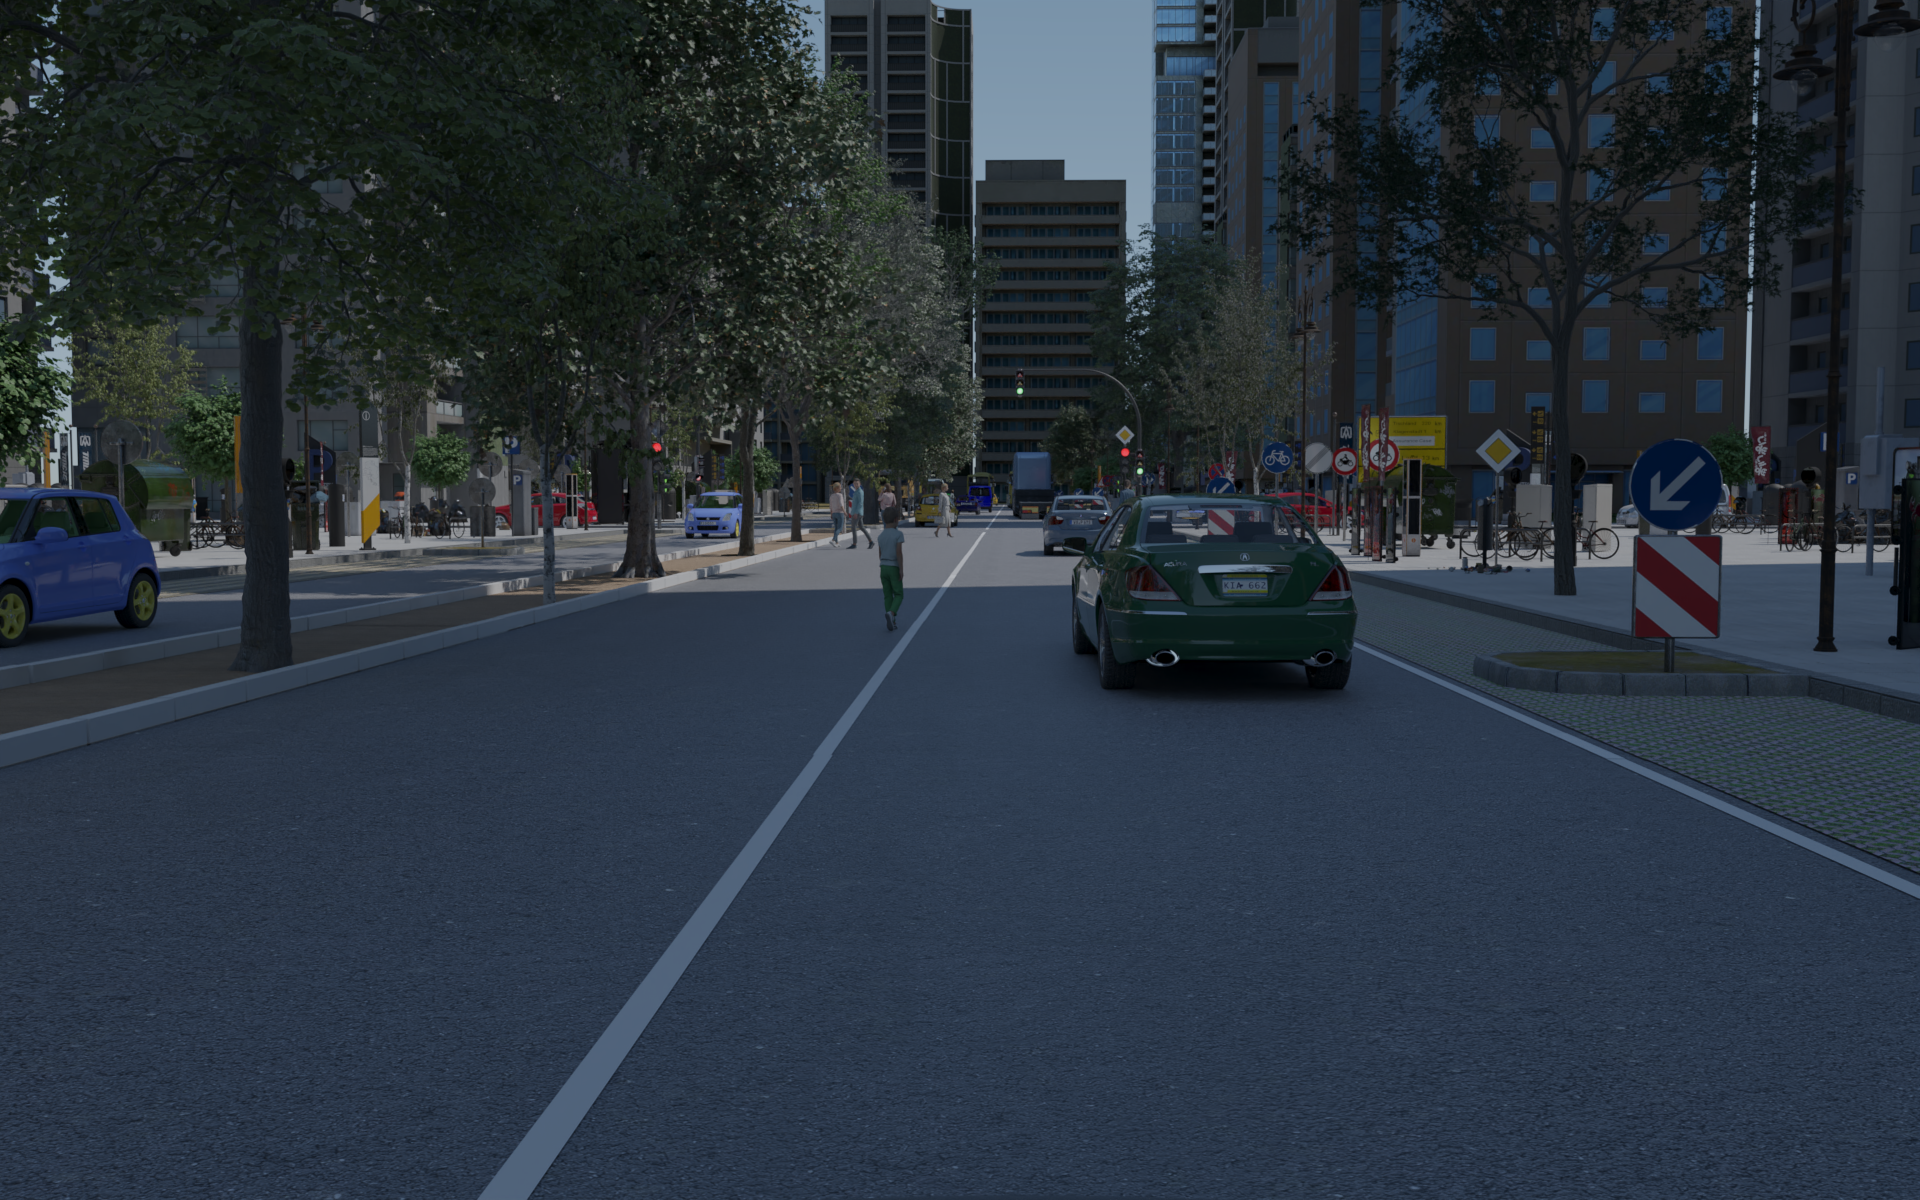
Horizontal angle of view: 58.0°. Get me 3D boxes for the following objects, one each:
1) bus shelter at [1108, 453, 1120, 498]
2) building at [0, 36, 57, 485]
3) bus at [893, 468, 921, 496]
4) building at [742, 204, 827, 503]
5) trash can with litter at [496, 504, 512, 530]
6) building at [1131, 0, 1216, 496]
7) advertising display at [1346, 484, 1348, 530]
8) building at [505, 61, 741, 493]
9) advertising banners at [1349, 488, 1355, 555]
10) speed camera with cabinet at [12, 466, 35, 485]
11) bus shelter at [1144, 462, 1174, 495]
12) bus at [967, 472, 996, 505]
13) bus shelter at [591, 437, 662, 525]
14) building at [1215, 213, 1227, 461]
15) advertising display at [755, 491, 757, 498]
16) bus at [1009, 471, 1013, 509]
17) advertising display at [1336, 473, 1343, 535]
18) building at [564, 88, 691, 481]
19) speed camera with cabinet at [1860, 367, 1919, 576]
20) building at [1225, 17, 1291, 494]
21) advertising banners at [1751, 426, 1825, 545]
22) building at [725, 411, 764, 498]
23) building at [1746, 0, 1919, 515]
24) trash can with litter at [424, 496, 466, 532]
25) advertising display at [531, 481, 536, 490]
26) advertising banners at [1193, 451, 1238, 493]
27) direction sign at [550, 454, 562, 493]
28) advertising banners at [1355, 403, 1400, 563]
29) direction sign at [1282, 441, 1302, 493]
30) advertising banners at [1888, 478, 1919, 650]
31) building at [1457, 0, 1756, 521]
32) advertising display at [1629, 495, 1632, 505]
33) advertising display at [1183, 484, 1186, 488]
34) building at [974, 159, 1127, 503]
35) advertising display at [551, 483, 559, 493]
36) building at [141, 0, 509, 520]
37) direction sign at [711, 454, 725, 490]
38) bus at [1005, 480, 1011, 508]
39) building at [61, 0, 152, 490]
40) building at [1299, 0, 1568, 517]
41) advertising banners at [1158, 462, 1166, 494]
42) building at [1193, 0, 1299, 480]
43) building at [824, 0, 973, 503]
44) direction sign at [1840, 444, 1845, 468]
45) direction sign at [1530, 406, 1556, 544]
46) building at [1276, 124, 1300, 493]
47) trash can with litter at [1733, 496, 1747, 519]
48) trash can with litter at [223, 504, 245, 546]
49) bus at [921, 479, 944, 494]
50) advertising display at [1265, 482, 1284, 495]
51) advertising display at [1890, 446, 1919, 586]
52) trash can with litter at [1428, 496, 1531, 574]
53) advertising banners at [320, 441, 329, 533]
[{"bbox_3d":[12.764,-9.957,140.430,2.179,5.291,8.768,0,4,2],"label":"bus shelter"},{"bbox_3d":[-67.214,-33.755,93.895,28.212,58.520,21.231,0,4,2],"label":"building"},{"bbox_3d":[-5.193,-10.148,157.468,2.896,3.916,12.252,0,4,3],"label":"bus"},{"bbox_3d":[-33.688,-36.735,255.236,28.867,44.769,22.147,0,4,2],"label":"building"},{"bbox_3d":[-15.951,-3.080,61.751,1.055,1.170,0.624,-3,5,-42],"label":"trash can with litter"},{"bbox_3d":[39.688,-57.486,252.575,31.000,86.520,22.319,0,4,2],"label":"building"},{"bbox_3d":[13.780,-3.477,62.066,0.123,1.923,0.974,0,4,4],"label":"advertising display"},{"bbox_3d":[-38.022,-36.193,181.001,28.713,52.752,27.495,0,4,2],"label":"building"},{"bbox_3d":[8.412,-2.411,35.614,0.090,3.025,2.074,0,4,-7],"label":"advertising banners"},{"bbox_3d":[-39.629,-4.886,74.218,0.660,3.252,2.038,1,4,11],"label":"speed camera with cabinet"},{"bbox_3d":[12.936,-7.202,111.678,2.014,3.302,5.546,0,4,2],"label":"bus shelter"},{"bbox_3d":[2.379,-12.518,196.220,2.896,3.916,12.252,0,4,3],"label":"bus"},{"bbox_3d":[-14.322,-5.099,74.646,1.731,3.624,6.357,0,4,2],"label":"bus shelter"},{"bbox_3d":[33.351,-24.943,179.516,14.160,30.474,14.107,0,4,2],"label":"building"},{"bbox_3d":[-17.115,-8.681,147.152,0.123,1.923,0.974,-3,4,-36],"label":"advertising display"},{"bbox_3d":[6.062,-10.652,165.705,2.896,3.916,12.252,0,4,3],"label":"bus"},{"bbox_3d":[11.853,-3.000,54.261,0.123,1.923,0.974,1,4,11],"label":"advertising display"},{"bbox_3d":[-34.321,-43.918,156.308,20.563,71.187,20.611,0,4,2],"label":"building"},{"bbox_3d":[14.562,-1.958,26.347,0.660,3.252,2.038,0,4,-5],"label":"speed camera with cabinet"},{"bbox_3d":[33.101,-31.460,164.475,14.600,45.320,14.200,0,4,2],"label":"building"},{"bbox_3d":[21.114,-2.926,44.035,0.090,3.025,2.074,-3,5,-43],"label":"advertising banners"},{"bbox_3d":[-30.414,-26.319,202.018,14.107,30.474,14.160,0,4,2],"label":"building"},{"bbox_3d":[61.256,-33.746,93.745,28.212,58.520,21.231,0,4,2],"label":"building"},{"bbox_3d":[-18.215,-2.980,59.786,1.678,1.210,2.233,-3,5,-42],"label":"trash can with litter"},{"bbox_3d":[-22.141,-5.089,88.411,0.974,1.923,0.123,0,4,2],"label":"advertising display"},{"bbox_3d":[10.312,-4.533,70.300,2.074,3.025,0.090,2,4,33],"label":"advertising banners"},{"bbox_3d":[-21.522,-6.133,92.267,0.876,3.537,0.379,2,4,34],"label":"direction sign"},{"bbox_3d":[7.961,-2.248,32.936,0.090,3.025,2.074,0,4,-6],"label":"advertising banners"},{"bbox_3d":[14.180,-5.005,73.822,0.379,3.537,0.876,-3,5,-43],"label":"direction sign"},{"bbox_3d":[8.511,-1.132,14.700,2.074,3.025,0.090,-2,4,-34],"label":"advertising banners"},{"bbox_3d":[30.634,-26.833,88.835,14.200,45.320,14.600,0,4,2],"label":"building"},{"bbox_3d":[27.912,-4.019,70.929,0.974,1.923,0.123,0,4,6],"label":"advertising display"},{"bbox_3d":[18.025,-8.249,140.076,0.123,1.923,0.974,3,5,42],"label":"advertising display"},{"bbox_3d":[12.980,-38.507,253.297,21.600,48.544,21.300,0,4,2],"label":"building"},{"bbox_3d":[-22.780,-5.622,97.126,0.123,1.923,0.974,1,4,17],"label":"advertising display"},{"bbox_3d":[-33.166,-24.962,91.718,14.154,41.232,14.086,0,4,2],"label":"building"},{"bbox_3d":[-13.734,-6.502,98.310,0.876,3.537,0.379,-3,5,-41],"label":"direction sign"},{"bbox_3d":[6.240,-11.395,181.165,2.948,3.499,13.247,0,4,0],"label":"bus"},{"bbox_3d":[-42.268,-32.508,120.748,28.713,52.752,27.495,0,4,2],"label":"building"},{"bbox_3d":[30.624,-28.476,115.686,14.600,45.320,14.200,0,4,2],"label":"building"},{"bbox_3d":[11.733,-6.042,94.979,2.074,3.025,0.090,-1,4,-21],"label":"advertising banners"},{"bbox_3d":[37.953,-46.313,195.469,20.563,71.187,20.611,0,4,2],"label":"building"},{"bbox_3d":[-8.513,-49.842,253.174,20.611,71.187,20.563,0,4,2],"label":"building"},{"bbox_3d":[39.982,-5.293,78.529,0.379,3.537,0.876,1,4,18],"label":"direction sign"},{"bbox_3d":[15.172,-3.225,44.733,0.876,3.537,0.379,0,4,7],"label":"direction sign"},{"bbox_3d":[32.196,-22.417,138.214,14.160,30.474,14.107,0,4,2],"label":"building"},{"bbox_3d":[40.155,-4.755,89.138,0.624,1.170,1.055,2,4,29],"label":"trash can with litter"},{"bbox_3d":[-17.953,-1.963,43.490,0.624,1.170,1.055,1,4,18],"label":"trash can with litter"},{"bbox_3d":[-3.205,-12.995,207.333,2.948,3.499,13.247,0,4,0],"label":"bus"},{"bbox_3d":[16.447,-5.230,90.732,0.974,1.923,0.123,1,4,12],"label":"advertising display"},{"bbox_3d":[12.982,-1.121,23.541,0.123,1.923,0.974,0,4,-1],"label":"advertising display"},{"bbox_3d":[8.568,-1.076,28.654,1.678,1.210,2.233,1,4,18],"label":"trash can with litter"},{"bbox_3d":[-21.287,-3.787,58.101,0.090,3.025,2.074,-1,4,-12],"label":"advertising banners"}]
